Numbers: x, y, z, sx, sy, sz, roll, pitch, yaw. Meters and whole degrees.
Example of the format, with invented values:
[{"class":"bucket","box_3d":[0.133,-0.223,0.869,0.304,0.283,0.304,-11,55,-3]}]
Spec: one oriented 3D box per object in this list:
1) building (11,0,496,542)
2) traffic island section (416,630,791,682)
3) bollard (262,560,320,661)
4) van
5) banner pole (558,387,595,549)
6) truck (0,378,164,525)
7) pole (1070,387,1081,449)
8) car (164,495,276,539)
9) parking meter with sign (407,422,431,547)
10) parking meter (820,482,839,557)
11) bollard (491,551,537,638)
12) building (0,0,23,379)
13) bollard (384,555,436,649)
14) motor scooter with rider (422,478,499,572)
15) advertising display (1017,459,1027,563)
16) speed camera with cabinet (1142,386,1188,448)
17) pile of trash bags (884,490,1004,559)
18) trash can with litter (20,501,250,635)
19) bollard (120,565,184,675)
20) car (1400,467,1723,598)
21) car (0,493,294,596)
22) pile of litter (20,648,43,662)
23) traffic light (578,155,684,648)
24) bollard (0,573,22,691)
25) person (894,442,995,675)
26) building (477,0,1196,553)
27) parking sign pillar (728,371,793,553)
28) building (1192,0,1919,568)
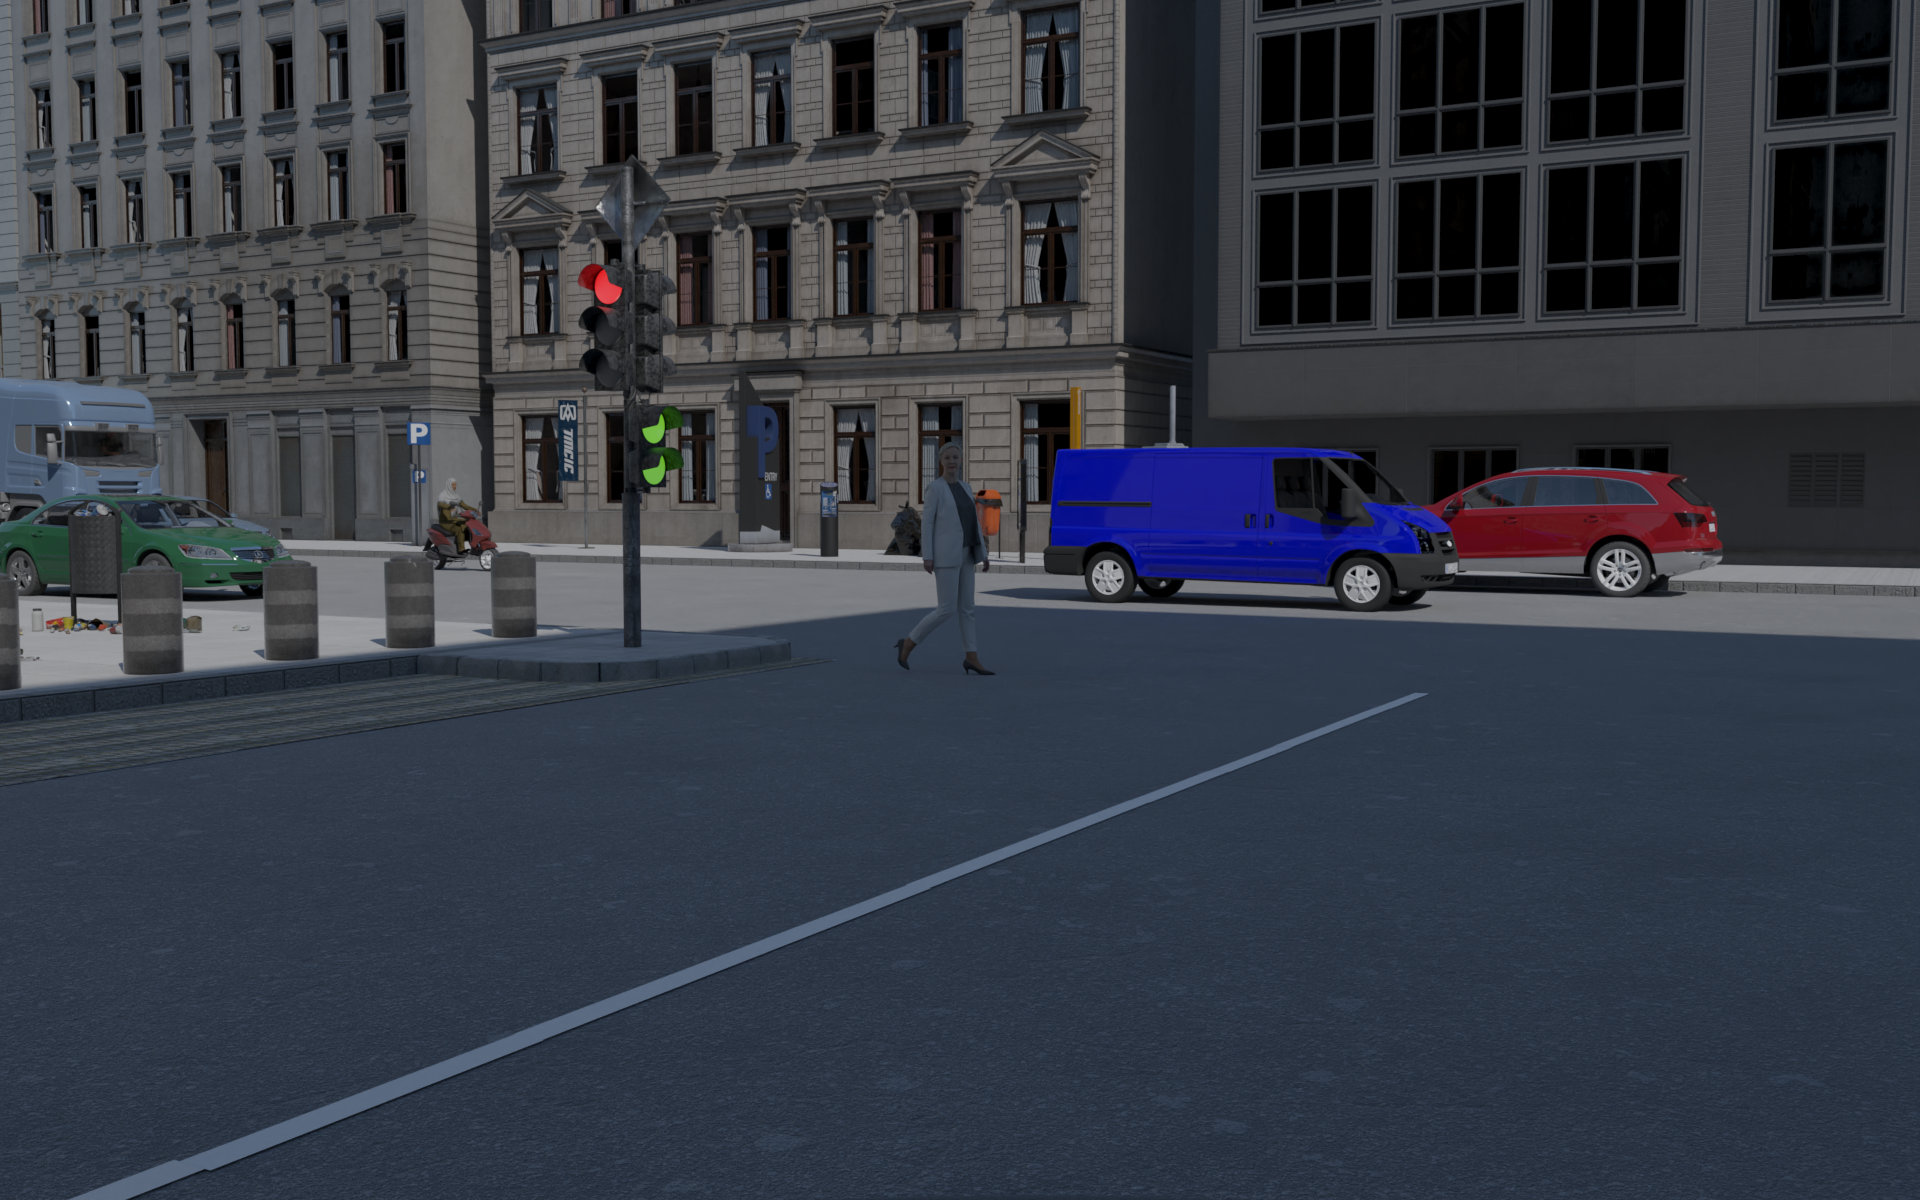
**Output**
[{"class":"building","box_3d":[-19.287,-12.486,53.293,18.267,20.994,9.793,2,4,29]},{"class":"traffic island section","box_3d":[-2.763,0.472,14.558,2.009,0.180,2.903,2,4,29]},{"class":"bollard","box_3d":[-5.209,0.075,13.489,0.404,0.777,0.398,0,3,0]},{"class":"van","box_3d":[3.805,-1.115,22.610,5.245,2.365,2.240,2,4,30]},{"class":"banner pole","box_3d":[-9.011,-3.094,40.600,0.863,3.779,0.401,-2,4,-26]},{"class":"truck","box_3d":[-26.913,-3.294,43.612,18.799,4.110,2.967,2,4,27]},{"class":"pole","box_3d":[2.203,-2.399,33.068,0.158,3.312,0.155,0,3,0]},{"class":"car","box_3d":[-15.709,-1.393,34.780,4.499,1.417,2.014,2,4,30]},{"class":"parking meter with sign","box_3d":[-13.360,-2.853,42.908,0.543,3.016,1.738,-1,4,-16]},{"class":"parking meter","box_3d":[-2.671,-1.650,35.387,0.372,1.533,0.369,0,3,0]},{"class":"bollard","box_3d":[-4.015,-0.053,15.591,0.404,0.777,0.398,0,3,0]},{"class":"building","box_3d":[-39.708,-17.629,65.719,29.804,29.767,11.434,2,4,29]},{"class":"bollard","box_3d":[-4.616,0.011,14.535,0.404,0.777,0.398,0,3,0]},{"class":"motor scooter with rider","box_3d":[-9.357,-1.430,32.351,1.986,1.779,0.876,2,4,31]},{"class":"advertising display","box_3d":[1.158,-1.665,32.439,0.123,1.923,0.974,0,4,-2]},{"class":"speed camera with cabinet","box_3d":[3.332,-2.315,32.187,0.660,3.252,2.038,-3,4,-36]},{"class":"pile of trash bags","box_3d":[-0.115,-1.581,35.599,1.912,1.369,3.447,-2,4,-30]},{"class":"trash can with litter","box_3d":[-7.822,-0.316,16.228,2.233,1.210,1.678,1,4,11]},{"class":"bollard","box_3d":[-5.801,0.139,12.443,0.404,0.777,0.398,0,3,0]},{"class":"car","box_3d":[8.341,-1.030,25.512,5.304,1.827,2.281,2,4,31]},{"class":"car","box_3d":[-11.559,-0.772,24.417,4.920,1.459,2.131,2,4,27]},{"class":"pile of litter","box_3d":[-7.985,0.032,13.440,1.719,0.858,1.176,2,4,33]},{"class":"traffic light","box_3d":[-2.733,-1.559,14.404,0.839,4.253,0.868,2,4,29]},{"class":"bollard","box_3d":[-6.404,0.204,11.381,0.404,0.777,0.398,0,3,0]},{"class":"person","box_3d":[-0.119,-0.329,13.756,0.818,1.842,0.514,1,4,21]},{"class":"building","box_3d":[-2.231,-11.017,44.756,19.286,19.102,10.561,2,4,29]},{"class":"parking sign pillar","box_3d":[-4.458,-3.063,38.551,1.447,3.967,1.447,1,4,17]},{"class":"building","box_3d":[17.893,-14.734,34.405,24.014,27.812,14.314,2,4,29]}]
